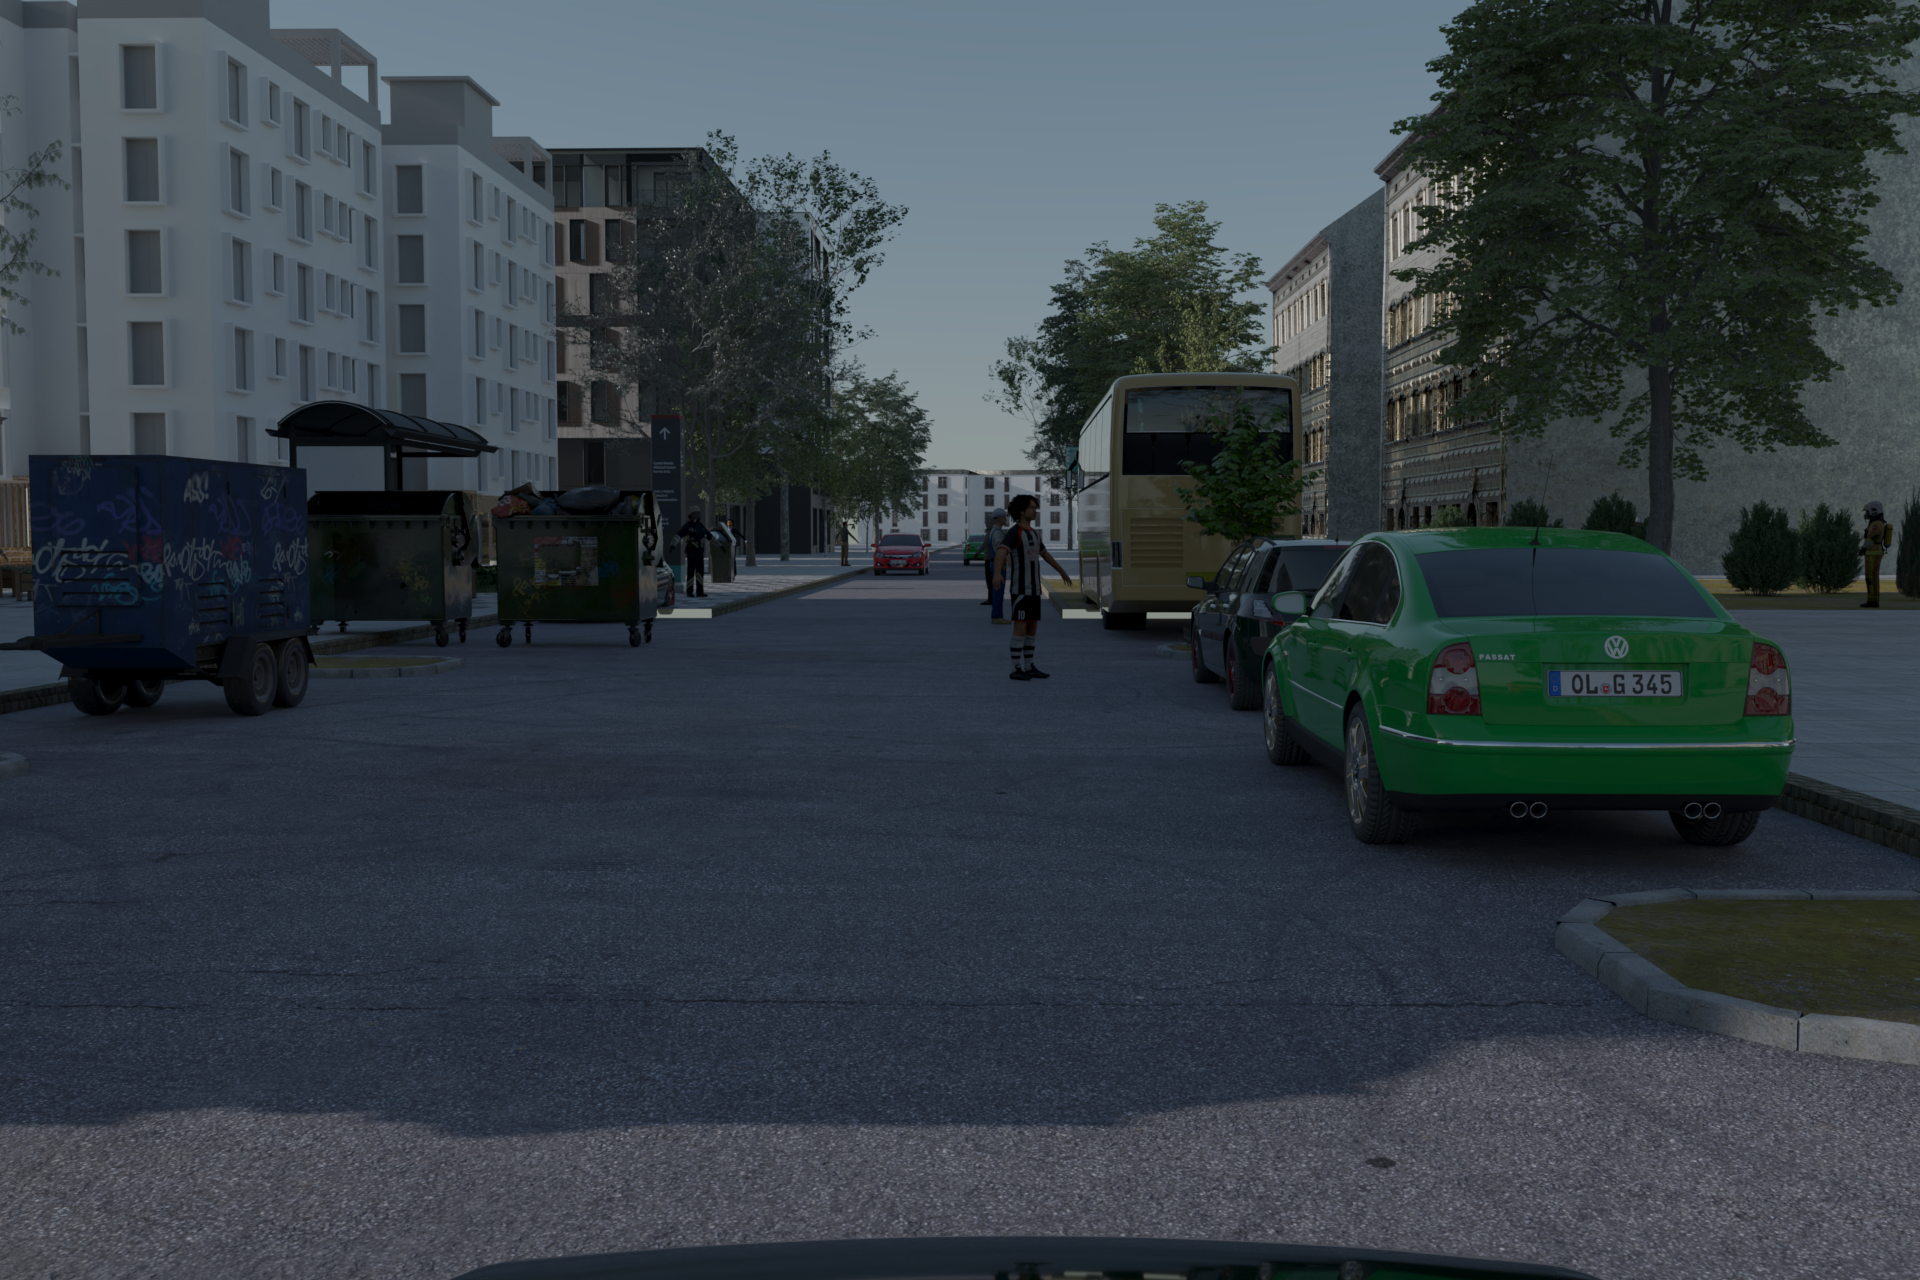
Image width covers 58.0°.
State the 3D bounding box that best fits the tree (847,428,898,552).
[{"bbox_3d":[-6.428,-10.421,120.753,4.737,8.622,4.395,0,3,0],"label":"tree"}]

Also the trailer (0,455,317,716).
[{"bbox_3d":[-6.213,-0.379,13.246,1.471,1.999,3.904,0,4,1],"label":"trailer"}]

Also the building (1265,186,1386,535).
[{"bbox_3d":[27.926,-16.190,95.627,19.493,23.208,18.063,0,4,1],"label":"building"}]

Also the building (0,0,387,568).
[{"bbox_3d":[-27.976,-12.189,55.714,16.016,20.090,11.380,0,4,1],"label":"building"}]

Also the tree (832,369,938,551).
[{"bbox_3d":[-6.560,-13.831,132.796,9.857,13.997,8.962,0,3,0],"label":"tree"}]

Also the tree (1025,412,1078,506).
[{"bbox_3d":[8.863,-11.292,119.042,8.767,10.594,7.601,-1,4,-10],"label":"tree"}]

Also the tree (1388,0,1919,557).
[{"bbox_3d":[9.438,-6.460,23.751,7.486,12.596,7.792,0,3,0],"label":"tree"}]

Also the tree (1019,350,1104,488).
[{"bbox_3d":[8.642,-11.960,105.914,12.009,13.543,11.850,0,3,0],"label":"tree"}]

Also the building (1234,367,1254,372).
[{"bbox_3d":[26.848,-21.306,204.776,16.016,20.090,11.380,0,4,1],"label":"building"}]

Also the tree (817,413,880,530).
[{"bbox_3d":[-6.880,-9.405,104.139,4.360,8.622,3.978,0,3,0],"label":"tree"}]

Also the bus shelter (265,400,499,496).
[{"bbox_3d":[-9.471,-2.146,29.003,2.014,3.302,5.546,0,4,1],"label":"bus shelter"}]

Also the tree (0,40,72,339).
[{"bbox_3d":[-12.617,-4.246,19.791,4.360,8.622,3.978,0,3,0],"label":"tree"}]

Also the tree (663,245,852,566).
[{"bbox_3d":[-8.068,-9.178,68.184,7.486,12.596,7.792,0,3,0],"label":"tree"}]

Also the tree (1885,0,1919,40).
[{"bbox_3d":[27.947,-11.289,40.461,12.611,20.169,13.585,0,3,0],"label":"tree"}]

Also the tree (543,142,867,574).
[{"bbox_3d":[-8.096,-8.874,55.454,12.009,13.543,11.850,0,3,0],"label":"tree"}]

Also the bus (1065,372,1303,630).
[{"bbox_3d":[3.404,-2.277,28.775,2.896,3.916,12.252,0,4,2],"label":"bus"}]

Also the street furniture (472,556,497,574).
[{"bbox_3d":[-14.763,-1.939,47.329,10.072,0.657,5.734,-2,4,-30],"label":"street furniture"}]

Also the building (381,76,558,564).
[{"bbox_3d":[-25.174,-13.253,73.114,16.016,20.090,11.380,0,4,0],"label":"building"}]

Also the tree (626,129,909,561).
[{"bbox_3d":[-9.098,-13.816,81.788,12.611,20.169,13.585,0,3,0],"label":"tree"}]

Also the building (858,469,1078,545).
[{"bbox_3d":[1.281,-17.116,224.446,28.070,9.664,9.099,1,4,11],"label":"building"}]

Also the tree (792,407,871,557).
[{"bbox_3d":[-7.218,-8.909,96.019,4.737,8.622,4.395,0,3,0],"label":"tree"}]

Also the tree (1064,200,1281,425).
[{"bbox_3d":[7.253,-8.629,59.209,7.486,12.596,7.792,0,3,0],"label":"tree"}]

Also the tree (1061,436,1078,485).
[{"bbox_3d":[7.912,-8.927,96.311,4.737,8.622,4.395,0,3,0],"label":"tree"}]

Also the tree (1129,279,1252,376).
[{"bbox_3d":[6.720,-6.124,50.492,4.737,8.622,4.395,0,3,0],"label":"tree"}]

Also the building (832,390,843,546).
[{"bbox_3d":[-22.708,-21.679,185.373,19.493,23.208,18.063,0,4,2],"label":"building"}]

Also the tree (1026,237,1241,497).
[{"bbox_3d":[7.760,-10.271,74.592,9.857,13.997,8.962,0,3,0],"label":"tree"}]

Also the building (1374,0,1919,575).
[{"bbox_3d":[26.599,-14.175,62.683,19.493,23.208,18.063,0,4,2],"label":"building"}]

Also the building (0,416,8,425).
[{"bbox_3d":[-27.768,-12.486,20.794,14.369,24.946,33.146,0,4,2],"label":"building"}]

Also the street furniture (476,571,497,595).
[{"bbox_3d":[-12.848,-1.442,39.195,10.072,0.657,5.734,0,4,1],"label":"street furniture"}]

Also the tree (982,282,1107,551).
[{"bbox_3d":[8.053,-16.903,132.250,12.611,20.169,13.585,0,3,0],"label":"tree"}]

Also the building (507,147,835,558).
[{"bbox_3d":[-23.506,-16.177,108.463,27.936,21.610,32.646,0,4,2],"label":"building"}]
